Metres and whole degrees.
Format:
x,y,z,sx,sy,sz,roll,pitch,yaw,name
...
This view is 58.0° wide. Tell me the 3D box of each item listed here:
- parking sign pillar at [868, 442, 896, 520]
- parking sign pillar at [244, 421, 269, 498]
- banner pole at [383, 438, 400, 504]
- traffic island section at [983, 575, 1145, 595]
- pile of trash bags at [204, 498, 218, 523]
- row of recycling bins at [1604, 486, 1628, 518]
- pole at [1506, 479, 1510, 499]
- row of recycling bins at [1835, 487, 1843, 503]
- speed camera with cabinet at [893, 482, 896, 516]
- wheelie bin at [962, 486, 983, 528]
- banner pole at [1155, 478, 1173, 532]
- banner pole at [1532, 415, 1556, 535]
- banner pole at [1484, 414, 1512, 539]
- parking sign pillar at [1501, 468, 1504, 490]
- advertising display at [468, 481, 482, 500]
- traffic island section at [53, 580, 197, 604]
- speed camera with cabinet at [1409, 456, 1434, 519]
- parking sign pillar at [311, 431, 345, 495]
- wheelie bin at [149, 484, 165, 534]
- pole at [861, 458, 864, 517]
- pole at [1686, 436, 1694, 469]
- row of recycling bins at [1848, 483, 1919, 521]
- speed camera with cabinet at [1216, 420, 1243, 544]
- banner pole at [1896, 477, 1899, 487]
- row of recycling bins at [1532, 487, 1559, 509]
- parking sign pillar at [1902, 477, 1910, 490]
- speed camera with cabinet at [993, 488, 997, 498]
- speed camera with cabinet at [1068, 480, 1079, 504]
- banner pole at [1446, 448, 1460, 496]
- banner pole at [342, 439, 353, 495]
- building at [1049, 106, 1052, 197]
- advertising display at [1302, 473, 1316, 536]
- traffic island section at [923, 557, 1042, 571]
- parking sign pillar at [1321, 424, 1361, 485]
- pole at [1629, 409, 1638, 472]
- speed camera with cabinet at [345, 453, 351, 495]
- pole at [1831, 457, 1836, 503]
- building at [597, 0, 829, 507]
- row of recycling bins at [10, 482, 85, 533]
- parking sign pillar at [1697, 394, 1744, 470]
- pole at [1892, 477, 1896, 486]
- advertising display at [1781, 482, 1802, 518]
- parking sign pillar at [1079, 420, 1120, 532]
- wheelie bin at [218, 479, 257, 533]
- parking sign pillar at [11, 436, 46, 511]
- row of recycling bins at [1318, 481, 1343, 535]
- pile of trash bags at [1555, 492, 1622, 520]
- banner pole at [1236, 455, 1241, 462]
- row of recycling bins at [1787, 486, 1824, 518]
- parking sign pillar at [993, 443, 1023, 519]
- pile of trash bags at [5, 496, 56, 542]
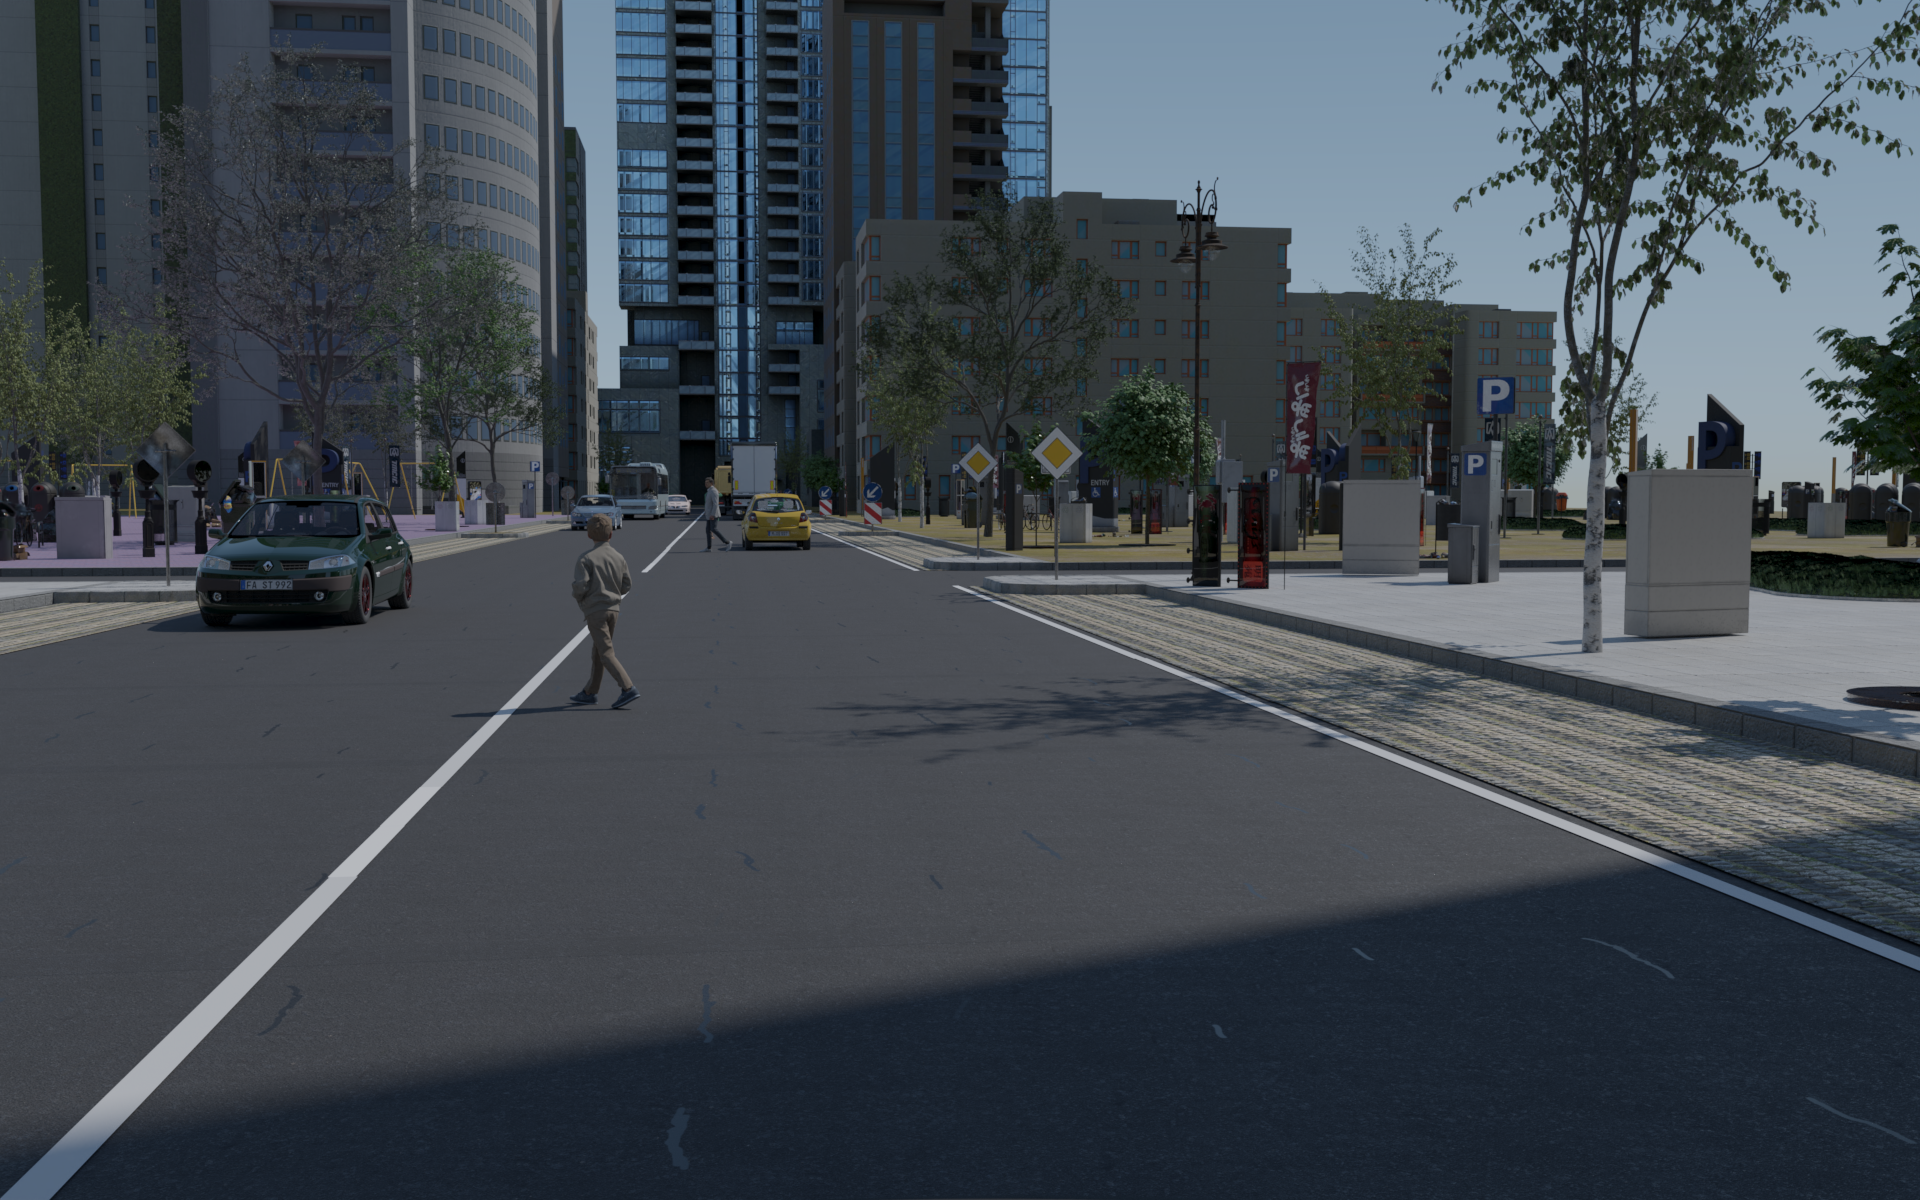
x,y,z,sx,sy,sz,roll,pitch,yaw,name
-3.990,-6.079,87.856,1.447,3.967,1.447,-1,4,-21,parking sign pillar
-25.848,-4.597,63.627,1.447,3.967,1.447,0,4,-1,parking sign pillar
-25.578,-5.374,77.874,0.863,3.779,0.401,-2,4,-24,banner pole
1.459,-0.220,25.877,2.009,0.180,2.903,0,4,-8,traffic island section
-35.066,-4.165,77.845,3.447,1.369,1.912,1,4,18,pile of trash bags
34.449,-5.153,91.366,1.069,1.692,3.534,-1,4,-13,row of recycling bins
31.391,-6.442,99.165,0.158,3.312,0.155,0,3,0,pole
56.025,-6.143,107.553,3.534,1.692,1.069,0,4,1,row of recycling bins
-3.817,-6.028,92.892,0.660,3.252,2.038,0,4,3,speed camera with cabinet
0.462,-3.505,65.216,0.693,1.594,0.980,-1,4,-19,wheelie bin
6.877,-4.204,58.749,0.401,3.779,0.863,-2,4,-35,banner pole
18.424,-3.946,54.539,0.401,3.779,0.863,-2,4,-29,banner pole
15.524,-3.670,50.014,0.863,3.779,0.401,0,4,2,banner pole
30.223,-6.723,98.386,1.447,3.967,1.447,2,4,35,parking sign pillar
-24.058,-4.934,85.878,0.123,1.923,0.974,1,4,19,advertising display
-11.066,-0.115,24.168,2.009,0.180,2.903,0,4,-8,traffic island section
24.022,-5.863,90.193,0.660,3.252,2.038,3,4,38,speed camera with cabinet
-27.024,-5.232,74.014,1.447,3.967,1.447,0,4,-3,parking sign pillar
-25.923,-2.941,55.987,0.693,1.594,0.980,0,4,-1,wheelie bin
-5.516,-6.367,97.942,0.158,3.312,0.155,0,3,0,pole
25.520,-4.080,60.546,0.158,3.312,0.155,0,3,0,pole
35.010,-3.506,64.434,3.534,1.692,1.069,3,4,37,row of recycling bins
7.321,-3.146,45.766,0.660,3.252,2.038,0,4,-8,speed camera with cabinet
40.130,-5.145,74.135,0.401,3.779,0.863,3,4,36,banner pole
35.531,-6.015,105.454,1.069,1.692,3.534,0,4,2,row of recycling bins
52.810,-6.575,95.974,1.447,3.967,1.447,0,4,-2,parking sign pillar
2.272,-5.929,91.273,2.038,3.252,0.660,1,4,12,speed camera with cabinet
6.949,-6.746,104.635,0.660,3.252,2.038,-3,5,-42,speed camera with cabinet
26.509,-6.322,93.374,0.863,3.779,0.401,2,4,29,banner pole
-27.936,-5.450,79.127,0.401,3.779,0.863,1,4,20,banner pole
-1.460,-35.599,205.748,21.600,48.544,21.300,0,4,-8,building
10.678,-2.922,52.982,0.123,1.923,0.974,0,4,-5,advertising display
0.373,-0.704,33.788,2.009,0.180,2.903,0,4,-8,traffic island section
14.815,-4.734,65.880,1.447,3.967,1.447,2,4,33,parking sign pillar
16.211,-2.930,41.746,0.158,3.312,0.155,0,3,0,pole
-29.555,-5.363,82.016,2.038,3.252,0.660,0,4,3,speed camera with cabinet
48.106,-6.210,95.375,0.158,3.312,0.155,0,3,0,pole
-27.711,-54.351,201.315,31.000,86.520,22.319,0,4,-8,building
-31.206,-3.113,58.012,3.534,1.692,1.069,-1,4,-13,row of recycling bins
20.175,-3.518,45.987,1.447,3.967,1.447,-1,4,-16,parking sign pillar
37.812,-4.666,70.124,0.158,3.312,0.155,0,3,0,pole
42.958,-5.156,89.517,0.123,1.923,0.974,-3,5,-39,advertising display
4.683,-4.288,58.577,1.447,3.967,1.447,2,4,31,parking sign pillar
-15.618,-1.808,37.476,0.693,1.594,0.980,-1,4,-12,wheelie bin
-41.450,-5.420,77.083,1.447,3.967,1.447,0,4,2,parking sign pillar
12.451,-3.015,56.404,1.069,1.692,3.534,2,4,24,row of recycling bins
31.366,-4.664,86.006,3.447,1.369,1.912,1,4,23,pile of trash bags
17.709,-7.343,110.080,0.401,3.779,0.863,-1,4,-15,banner pole
41.264,-4.727,84.395,1.069,1.692,3.534,3,5,42,row of recycling bins
2.543,-6.118,88.508,1.447,3.967,1.447,-1,4,-17,parking sign pillar
-25.427,-2.251,46.558,3.447,1.369,1.912,0,4,-1,pile of trash bags
